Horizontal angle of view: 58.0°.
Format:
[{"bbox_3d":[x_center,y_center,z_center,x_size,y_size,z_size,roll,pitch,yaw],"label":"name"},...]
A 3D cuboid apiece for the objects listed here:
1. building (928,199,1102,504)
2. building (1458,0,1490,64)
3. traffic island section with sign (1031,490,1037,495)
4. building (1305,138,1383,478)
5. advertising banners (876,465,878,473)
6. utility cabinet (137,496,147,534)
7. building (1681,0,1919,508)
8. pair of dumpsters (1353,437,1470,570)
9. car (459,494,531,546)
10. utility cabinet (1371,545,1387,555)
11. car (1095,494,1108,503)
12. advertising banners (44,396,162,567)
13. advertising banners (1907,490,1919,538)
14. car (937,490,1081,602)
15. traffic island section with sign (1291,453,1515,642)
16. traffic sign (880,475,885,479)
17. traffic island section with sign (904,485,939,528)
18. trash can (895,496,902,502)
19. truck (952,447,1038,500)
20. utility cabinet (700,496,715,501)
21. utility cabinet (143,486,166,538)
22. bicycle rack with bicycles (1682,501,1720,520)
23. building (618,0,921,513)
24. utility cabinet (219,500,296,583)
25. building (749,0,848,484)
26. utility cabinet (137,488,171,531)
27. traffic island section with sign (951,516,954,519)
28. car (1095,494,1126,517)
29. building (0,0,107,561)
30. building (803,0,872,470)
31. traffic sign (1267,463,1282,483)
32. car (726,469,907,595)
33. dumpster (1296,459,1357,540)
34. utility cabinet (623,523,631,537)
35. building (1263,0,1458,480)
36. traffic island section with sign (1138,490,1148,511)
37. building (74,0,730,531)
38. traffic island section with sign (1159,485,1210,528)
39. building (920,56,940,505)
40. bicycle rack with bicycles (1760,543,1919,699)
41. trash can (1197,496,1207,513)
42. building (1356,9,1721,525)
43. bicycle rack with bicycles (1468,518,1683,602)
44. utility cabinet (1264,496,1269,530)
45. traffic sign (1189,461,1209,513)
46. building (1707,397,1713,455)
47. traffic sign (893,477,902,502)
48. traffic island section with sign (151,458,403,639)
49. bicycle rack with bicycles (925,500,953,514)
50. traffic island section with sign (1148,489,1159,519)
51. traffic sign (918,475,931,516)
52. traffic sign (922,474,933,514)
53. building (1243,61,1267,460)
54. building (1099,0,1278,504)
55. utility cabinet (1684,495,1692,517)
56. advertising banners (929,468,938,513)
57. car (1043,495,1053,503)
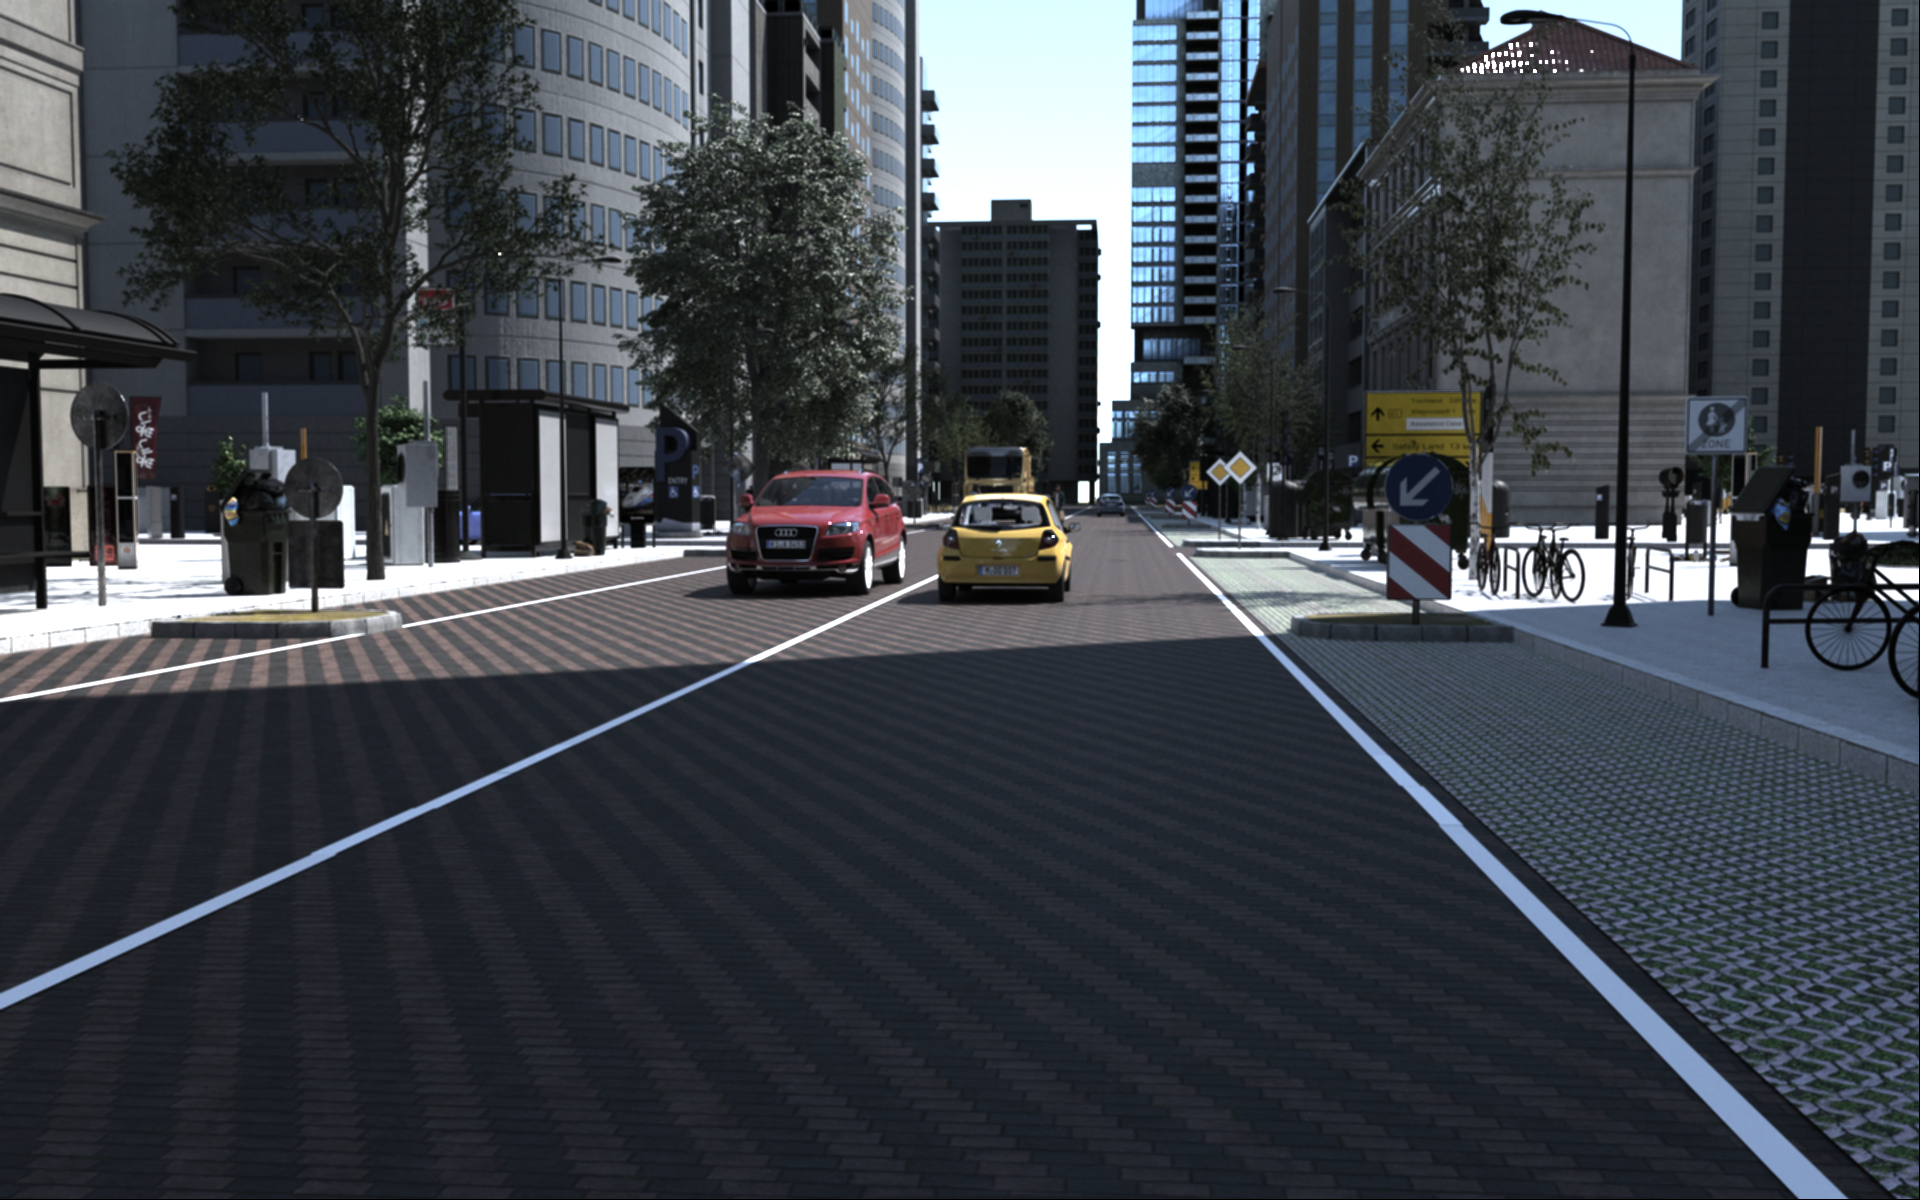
[{"bbox_3d":[6.756,-32.972,230.972,23.993,40.220,32.217,0,4,5],"label":"building"},{"bbox_3d":[32.971,-29.798,137.302,14.600,45.320,14.200,0,4,5],"label":"building"},{"bbox_3d":[7.667,-10.343,177.730,1.989,1.847,2.006,0,4,5],"label":"traffic island section with sign"},{"bbox_3d":[29.948,-17.557,106.117,14.314,24.678,30.058,0,4,5],"label":"building"},{"bbox_3d":[-5.186,-6.693,105.618,0.090,3.025,2.074,-1,4,-11],"label":"advertising banners"},{"bbox_3d":[-26.459,-2.748,56.087,0.306,1.237,1.020,1,4,19],"label":"utility cabinet"},{"bbox_3d":[83.007,-44.956,173.288,20.611,71.187,20.563,0,4,5],"label":"building"},{"bbox_3d":[8.220,-1.771,31.450,1.574,2.255,4.437,0,4,5],"label":"pair of dumpsters"},{"bbox_3d":[-12.558,-2.288,47.003,3.694,1.707,1.945,0,4,5],"label":"car"},{"bbox_3d":[8.861,-1.692,36.338,0.318,1.500,1.173,1,4,23],"label":"utility cabinet"},{"bbox_3d":[14.347,-9.699,170.374,2.131,1.459,4.920,0,4,4],"label":"car"},{"bbox_3d":[-15.324,-2.121,30.872,2.074,3.025,0.090,-1,4,-20],"label":"advertising banners"},{"bbox_3d":[28.163,-3.329,50.609,0.090,3.025,2.074,1,4,9],"label":"advertising banners"},{"bbox_3d":[0.692,-0.873,24.495,2.015,1.641,3.980,0,4,5],"label":"car"},{"bbox_3d":[4.429,-0.551,17.644,1.989,1.847,2.006,0,4,5],"label":"traffic island section with sign"},{"bbox_3d":[-4.288,-5.695,95.236,0.606,2.300,0.079,0,4,6],"label":"traffic sign"},{"bbox_3d":[-1.909,-3.966,73.478,1.989,1.847,2.006,0,4,5],"label":"traffic island section with sign"},{"bbox_3d":[-3.815,-5.789,106.297,0.748,1.137,0.748,0,3,0],"label":"trash can"},{"bbox_3d":[1.681,-4.736,73.359,3.469,3.379,9.791,0,4,5],"label":"truck"},{"bbox_3d":[-10.516,-3.715,71.897,0.306,1.237,1.020,1,4,20],"label":"utility cabinet"},{"bbox_3d":[-23.310,-2.535,50.132,0.318,1.500,1.173,-2,4,-30],"label":"utility cabinet"},{"bbox_3d":[36.701,-4.534,87.505,2.852,0.926,2.925,0,4,3],"label":"bicycle rack with bicycles"},{"bbox_3d":[-15.501,-37.395,153.410,21.231,58.520,28.212,0,4,5],"label":"building"},{"bbox_3d":[-10.235,-0.863,25.279,0.306,1.237,1.020,3,5,41],"label":"utility cabinet"},{"bbox_3d":[-14.706,-20.251,102.802,14.160,30.474,14.107,0,4,5],"label":"building"},{"bbox_3d":[-27.571,-3.079,59.021,1.173,1.500,0.318,-3,5,-45],"label":"utility cabinet"},{"bbox_3d":[0.552,-5.608,100.321,1.989,1.847,2.006,0,4,5],"label":"traffic island section with sign"},{"bbox_3d":[9.644,-6.040,110.755,2.014,1.417,4.499,0,4,4],"label":"car"},{"bbox_3d":[-31.746,-11.860,27.190,30.059,22.955,16.112,0,4,5],"label":"building"},{"bbox_3d":[-14.577,-29.463,131.834,14.600,45.320,14.200,0,4,5],"label":"building"},{"bbox_3d":[10.305,-3.327,56.523,0.606,2.300,0.079,1,4,9],"label":"traffic sign"},{"bbox_3d":[-2.090,-1.085,26.415,2.281,1.827,5.304,0,4,7],"label":"car"},{"bbox_3d":[10.344,-2.839,48.915,1.502,2.255,1.985,0,4,5],"label":"dumpster"},{"bbox_3d":[-9.875,-2.509,52.191,0.306,1.237,1.020,0,4,3],"label":"utility cabinet"},{"bbox_3d":[34.293,-30.692,151.918,14.600,45.320,14.200,0,4,5],"label":"building"},{"bbox_3d":[16.531,-8.601,149.260,1.989,1.847,2.006,0,4,5],"label":"traffic island section with sign"},{"bbox_3d":[-22.159,-32.443,72.450,21.231,58.520,28.212,0,4,5],"label":"building"},{"bbox_3d":[9.489,-3.922,72.758,1.989,1.847,2.006,0,4,5],"label":"traffic island section with sign"},{"bbox_3d":[-17.743,-34.372,181.598,30.456,49.044,23.786,0,4,5],"label":"building"},{"bbox_3d":[7.085,0.092,11.874,2.925,0.926,2.852,0,4,-5],"label":"bicycle rack with bicycles"},{"bbox_3d":[16.561,-6.532,118.453,0.748,1.137,0.748,0,3,0],"label":"trash can"},{"bbox_3d":[25.732,-14.969,80.902,11.583,22.565,21.152,0,4,5],"label":"building"},{"bbox_3d":[7.707,-0.508,21.692,2.852,0.926,2.925,1,4,14],"label":"bicycle rack with bicycles"},{"bbox_3d":[11.415,-3.113,62.058,1.020,1.237,0.306,2,4,31],"label":"utility cabinet"},{"bbox_3d":[15.137,-6.854,105.935,2.265,3.308,0.079,1,4,14],"label":"traffic sign"},{"bbox_3d":[78.541,-36.746,220.402,30.456,49.044,23.786,0,4,5],"label":"building"},{"bbox_3d":[-3.775,-6.261,104.495,0.606,2.300,0.079,1,4,10],"label":"traffic sign"},{"bbox_3d":[-6.996,-0.581,18.120,1.989,1.847,2.006,0,4,5],"label":"traffic island section with sign"},{"bbox_3d":[-1.760,-5.991,111.328,2.852,0.926,2.925,1,4,21],"label":"bicycle rack with bicycles"},{"bbox_3d":[11.956,-5.564,99.600,1.989,1.847,2.006,0,4,5],"label":"traffic island section with sign"},{"bbox_3d":[-2.088,-6.191,102.404,0.795,2.450,0.064,0,4,8],"label":"traffic sign"},{"bbox_3d":[-2.090,-6.605,108.095,0.768,2.556,0.104,1,4,10],"label":"traffic sign"},{"bbox_3d":[39.980,-31.750,173.733,22.147,44.769,28.867,0,4,5],"label":"building"},{"bbox_3d":[33.748,-55.666,222.816,31.000,86.520,22.319,0,4,5],"label":"building"},{"bbox_3d":[40.629,-5.217,96.455,0.306,1.237,1.020,3,5,40],"label":"utility cabinet"},{"bbox_3d":[-1.785,-7.292,115.404,0.090,3.025,2.074,-1,4,-16],"label":"advertising banners"},{"bbox_3d":[6.709,-7.870,141.035,2.083,1.381,4.827,0,4,5],"label":"car"}]
